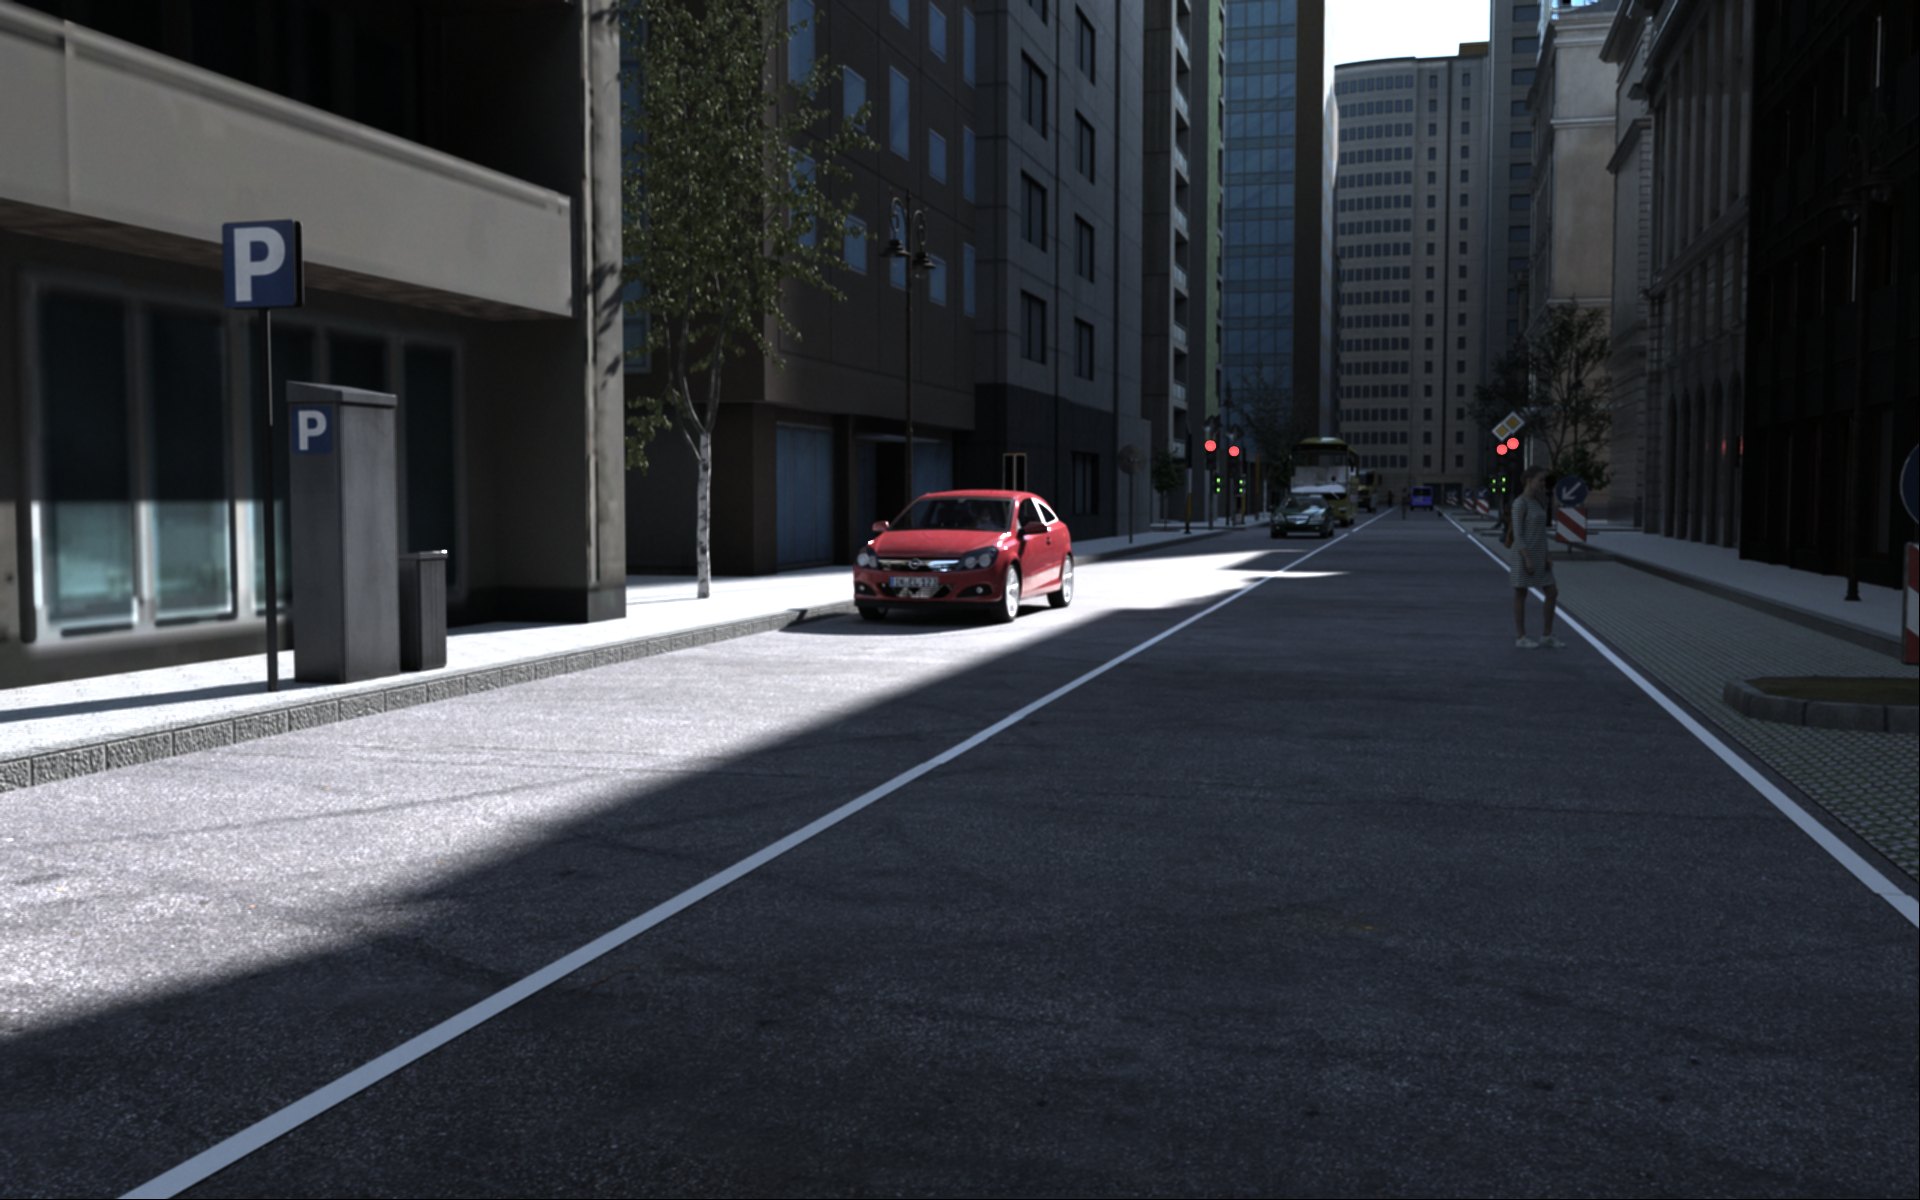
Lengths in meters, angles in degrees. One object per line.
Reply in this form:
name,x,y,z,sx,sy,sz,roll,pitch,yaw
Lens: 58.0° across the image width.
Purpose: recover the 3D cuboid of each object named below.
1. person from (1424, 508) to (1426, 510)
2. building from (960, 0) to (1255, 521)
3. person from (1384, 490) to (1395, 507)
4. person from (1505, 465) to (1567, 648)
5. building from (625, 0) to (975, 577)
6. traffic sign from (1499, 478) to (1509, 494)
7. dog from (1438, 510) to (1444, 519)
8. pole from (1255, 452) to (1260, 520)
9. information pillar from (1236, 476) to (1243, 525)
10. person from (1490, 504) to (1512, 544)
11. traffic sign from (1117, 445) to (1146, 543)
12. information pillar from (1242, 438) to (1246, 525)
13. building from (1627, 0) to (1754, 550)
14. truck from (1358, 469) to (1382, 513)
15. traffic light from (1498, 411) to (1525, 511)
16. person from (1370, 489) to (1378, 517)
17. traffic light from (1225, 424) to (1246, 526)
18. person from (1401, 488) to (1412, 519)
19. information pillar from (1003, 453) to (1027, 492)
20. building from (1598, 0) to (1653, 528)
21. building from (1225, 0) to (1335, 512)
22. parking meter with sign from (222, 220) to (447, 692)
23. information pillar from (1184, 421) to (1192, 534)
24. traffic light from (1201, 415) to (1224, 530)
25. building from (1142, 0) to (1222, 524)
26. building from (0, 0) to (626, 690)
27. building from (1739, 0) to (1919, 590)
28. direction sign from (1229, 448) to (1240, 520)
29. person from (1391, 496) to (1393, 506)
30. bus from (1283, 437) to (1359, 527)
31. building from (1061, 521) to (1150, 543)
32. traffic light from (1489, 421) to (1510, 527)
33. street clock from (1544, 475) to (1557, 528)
person,40.533,-8.539,151.339,0.697,1.427,0.421,3,4,36
building,7.547,-40.755,104.596,20.563,71.187,20.611,1,4,15
person,46.030,-10.829,185.498,1.348,1.831,0.705,-1,4,-12
person,5.323,-0.406,16.148,0.512,1.701,0.522,-3,5,-42
building,-7.812,-23.459,33.658,14.600,45.320,14.200,1,4,15
traffic sign,32.100,-6.200,102.552,0.795,2.450,0.064,1,4,20
dog,27.605,-4.907,99.519,0.540,0.507,0.406,3,5,42
pole,14.543,-5.558,84.720,0.158,3.312,0.155,0,3,0
information pillar,11.531,-4.107,71.634,0.304,2.012,0.304,1,4,10
person,15.636,-2.148,49.113,1.012,1.151,0.738,2,4,29
traffic sign,4.443,-2.745,44.991,0.768,2.556,0.104,1,4,17
information pillar,11.893,-4.972,72.653,0.183,3.616,0.504,0,4,-1
building,25.010,-12.326,43.337,13.314,21.916,24.055,1,4,15
truck,31.567,-8.617,136.805,3.469,3.379,9.791,1,4,14
traffic light,18.687,-4.268,58.710,0.839,4.253,0.868,1,4,15
person,25.402,-5.935,106.286,0.466,1.731,0.760,0,4,6
traffic light,10.960,-4.898,69.000,0.839,4.253,0.868,1,4,15
person,25.312,-5.474,98.362,0.532,1.782,0.716,2,4,32
information pillar,0.992,-1.646,31.401,0.304,2.012,0.304,-3,5,-43
building,35.744,-14.583,67.316,19.941,23.489,11.050,1,4,15
building,20.185,-29.246,128.275,14.600,45.320,14.200,1,4,15
parking meter with sign,-4.229,-0.961,11.967,0.543,3.016,1.738,1,4,17
information pillar,7.351,-3.937,55.723,0.183,3.616,0.504,0,4,-5
traffic light,8.909,-4.426,61.281,0.839,4.253,0.868,1,4,15
building,3.913,-24.106,77.731,14.154,41.232,14.086,1,4,15
building,-16.452,-23.572,9.101,21.300,48.544,21.600,1,4,15
building,19.271,-11.898,24.215,12.332,23.373,15.834,1,4,15
direction sign,13.358,-5.660,84.536,0.876,3.537,0.379,-3,5,-42
person,48.293,-11.163,194.275,1.065,1.426,0.557,-3,5,-40
bus,16.529,-5.306,78.292,2.896,3.916,12.252,1,4,15
building,-6.169,-37.349,48.909,20.611,71.187,20.563,1,4,15
traffic light,20.737,-4.741,66.428,0.839,4.253,0.868,1,4,15
street clock,22.617,-3.785,66.461,0.471,2.002,0.358,0,4,6
